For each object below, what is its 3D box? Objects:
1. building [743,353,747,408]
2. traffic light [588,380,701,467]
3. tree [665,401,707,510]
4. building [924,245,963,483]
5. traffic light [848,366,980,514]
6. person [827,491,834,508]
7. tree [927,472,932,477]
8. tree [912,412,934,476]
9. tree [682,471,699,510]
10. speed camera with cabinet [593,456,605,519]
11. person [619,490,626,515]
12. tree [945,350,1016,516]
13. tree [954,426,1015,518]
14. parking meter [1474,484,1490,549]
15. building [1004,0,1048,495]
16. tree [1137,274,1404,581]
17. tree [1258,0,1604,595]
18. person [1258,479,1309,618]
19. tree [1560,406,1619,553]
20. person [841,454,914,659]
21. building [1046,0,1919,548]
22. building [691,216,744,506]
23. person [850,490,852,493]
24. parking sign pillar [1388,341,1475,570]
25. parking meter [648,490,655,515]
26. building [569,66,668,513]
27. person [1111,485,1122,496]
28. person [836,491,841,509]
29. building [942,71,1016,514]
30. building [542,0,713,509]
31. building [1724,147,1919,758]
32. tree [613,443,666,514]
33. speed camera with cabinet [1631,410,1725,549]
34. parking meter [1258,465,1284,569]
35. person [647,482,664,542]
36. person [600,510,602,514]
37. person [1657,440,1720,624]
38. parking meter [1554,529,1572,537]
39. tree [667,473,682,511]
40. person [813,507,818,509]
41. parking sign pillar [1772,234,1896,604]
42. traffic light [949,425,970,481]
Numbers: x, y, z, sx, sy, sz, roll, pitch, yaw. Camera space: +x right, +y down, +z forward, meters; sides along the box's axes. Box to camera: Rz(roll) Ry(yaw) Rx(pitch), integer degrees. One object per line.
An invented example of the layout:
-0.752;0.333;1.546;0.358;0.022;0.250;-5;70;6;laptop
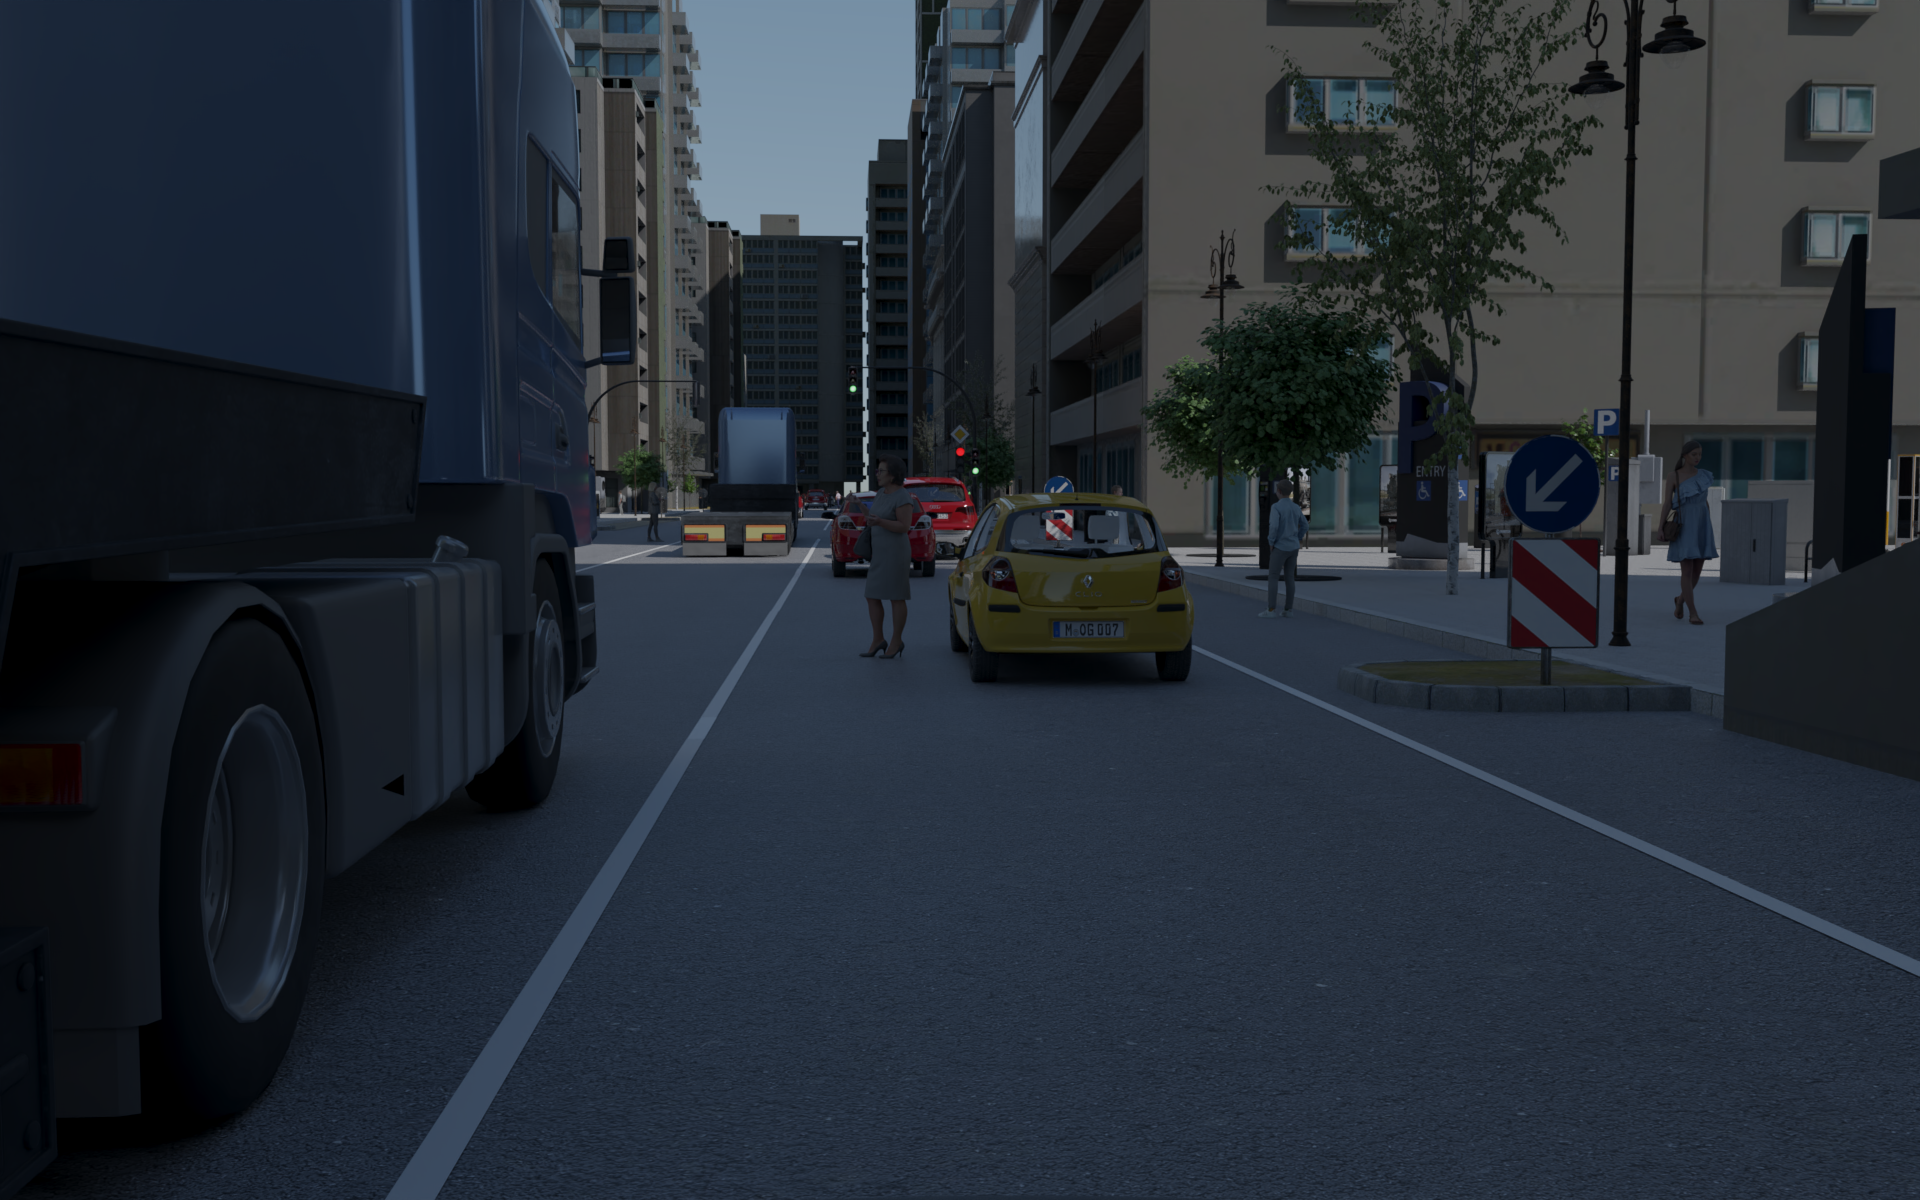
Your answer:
-40.434;-21.984;204.479;28.899;21.520;27.650;0;4;-4;building
-12.769;-5.782;69.196;4.771;5.953;1.251;0;4;-4;traffic light
-22.281;-11.441;137.430;4.360;8.622;3.978;0;3;0;tree
4.377;-17.840;133.490;13.314;21.916;24.055;0;4;-4;building
-1.584;-5.327;61.760;4.771;5.953;1.251;0;4;-4;traffic light
-13.534;-10.506;181.079;0.742;1.727;0.445;-2;4;-26;person
-2.666;-9.449;149.085;1.663;3.219;1.824;0;3;0;tree
-2.313;-12.402;153.129;4.360;8.622;3.978;0;3;0;tree
-22.200;-9.068;142.859;1.663;3.219;1.824;0;3;0;tree
-18.950;-5.844;89.892;0.660;3.252;2.038;0;4;2;speed camera with cabinet
-20.530;-5.885;104.851;0.523;1.515;0.503;-2;4;-34;person
1.297;-8.496;89.272;4.360;8.622;3.978;0;3;0;tree
1.443;-6.133;83.985;4.285;4.588;4.351;0;3;0;tree
12.329;-1.985;40.872;0.372;1.533;0.369;0;3;0;parking meter
14.964;-17.020;75.547;25.104;27.353;12.463;0;4;-4;building
4.959;-2.585;25.973;4.285;4.588;4.351;0;3;0;tree
6.043;-4.371;21.823;4.737;8.622;4.395;0;3;0;tree
3.770;-0.601;20.140;0.589;1.601;0.330;-1;4;-21;person
13.866;-2.669;38.237;1.663;3.219;1.824;0;3;0;tree
-0.739;-0.384;15.129;0.532;1.782;0.716;-2;4;-35;person
14.408;-26.139;51.070;21.300;48.544;21.600;0;4;-4;building
-30.120;-25.060;181.430;14.160;30.474;14.107;0;4;-4;building
-10.393;-9.564;165.002;1.348;1.807;0.705;-3;5;-42;person
8.105;-2.521;29.684;1.447;3.967;1.447;-2;4;-29;parking sign pillar
-19.172;-6.234;107.632;0.399;1.863;0.255;-1;4;-13;parking meter
-28.287;-21.330;120.448;14.160;30.474;14.107;0;4;-4;building
3.010;-1.412;33.396;0.330;1.601;0.589;2;4;33;person
-11.590;-9.451;163.965;0.436;1.711;0.756;3;5;41;person
6.596;-19.256;108.335;14.314;27.812;24.014;0;4;-4;building
-35.339;-32.944;158.236;23.786;49.044;30.456;0;4;-4;building
21.178;-19.057;3.461;32.217;40.220;23.993;0;4;-4;building
-20.597;-7.815;111.497;4.285;4.588;4.351;0;3;0;tree
16.869;-2.836;40.712;2.038;3.252;0.660;2;4;25;speed camera with cabinet
5.312;-1.459;29.564;0.399;1.863;0.255;-2;4;-34;parking meter
-9.167;-2.659;52.152;0.526;1.800;0.537;0;4;-7;person
-23.351;-6.415;111.018;0.616;1.811;0.778;3;4;36;person
7.230;-0.681;17.273;0.616;1.811;0.778;0;4;2;person
10.826;-1.393;31.182;0.372;1.533;0.369;0;3;0;parking meter
-22.403;-8.368;131.412;1.663;3.219;1.824;0;3;0;tree
-14.130;-9.795;169.198;0.990;1.755;0.434;-3;4;-37;person
9.593;-1.845;18.641;1.447;3.967;1.447;1;4;13;parking sign pillar
-0.022;-4.959;70.005;0.839;4.253;0.868;0;4;-4;traffic light
